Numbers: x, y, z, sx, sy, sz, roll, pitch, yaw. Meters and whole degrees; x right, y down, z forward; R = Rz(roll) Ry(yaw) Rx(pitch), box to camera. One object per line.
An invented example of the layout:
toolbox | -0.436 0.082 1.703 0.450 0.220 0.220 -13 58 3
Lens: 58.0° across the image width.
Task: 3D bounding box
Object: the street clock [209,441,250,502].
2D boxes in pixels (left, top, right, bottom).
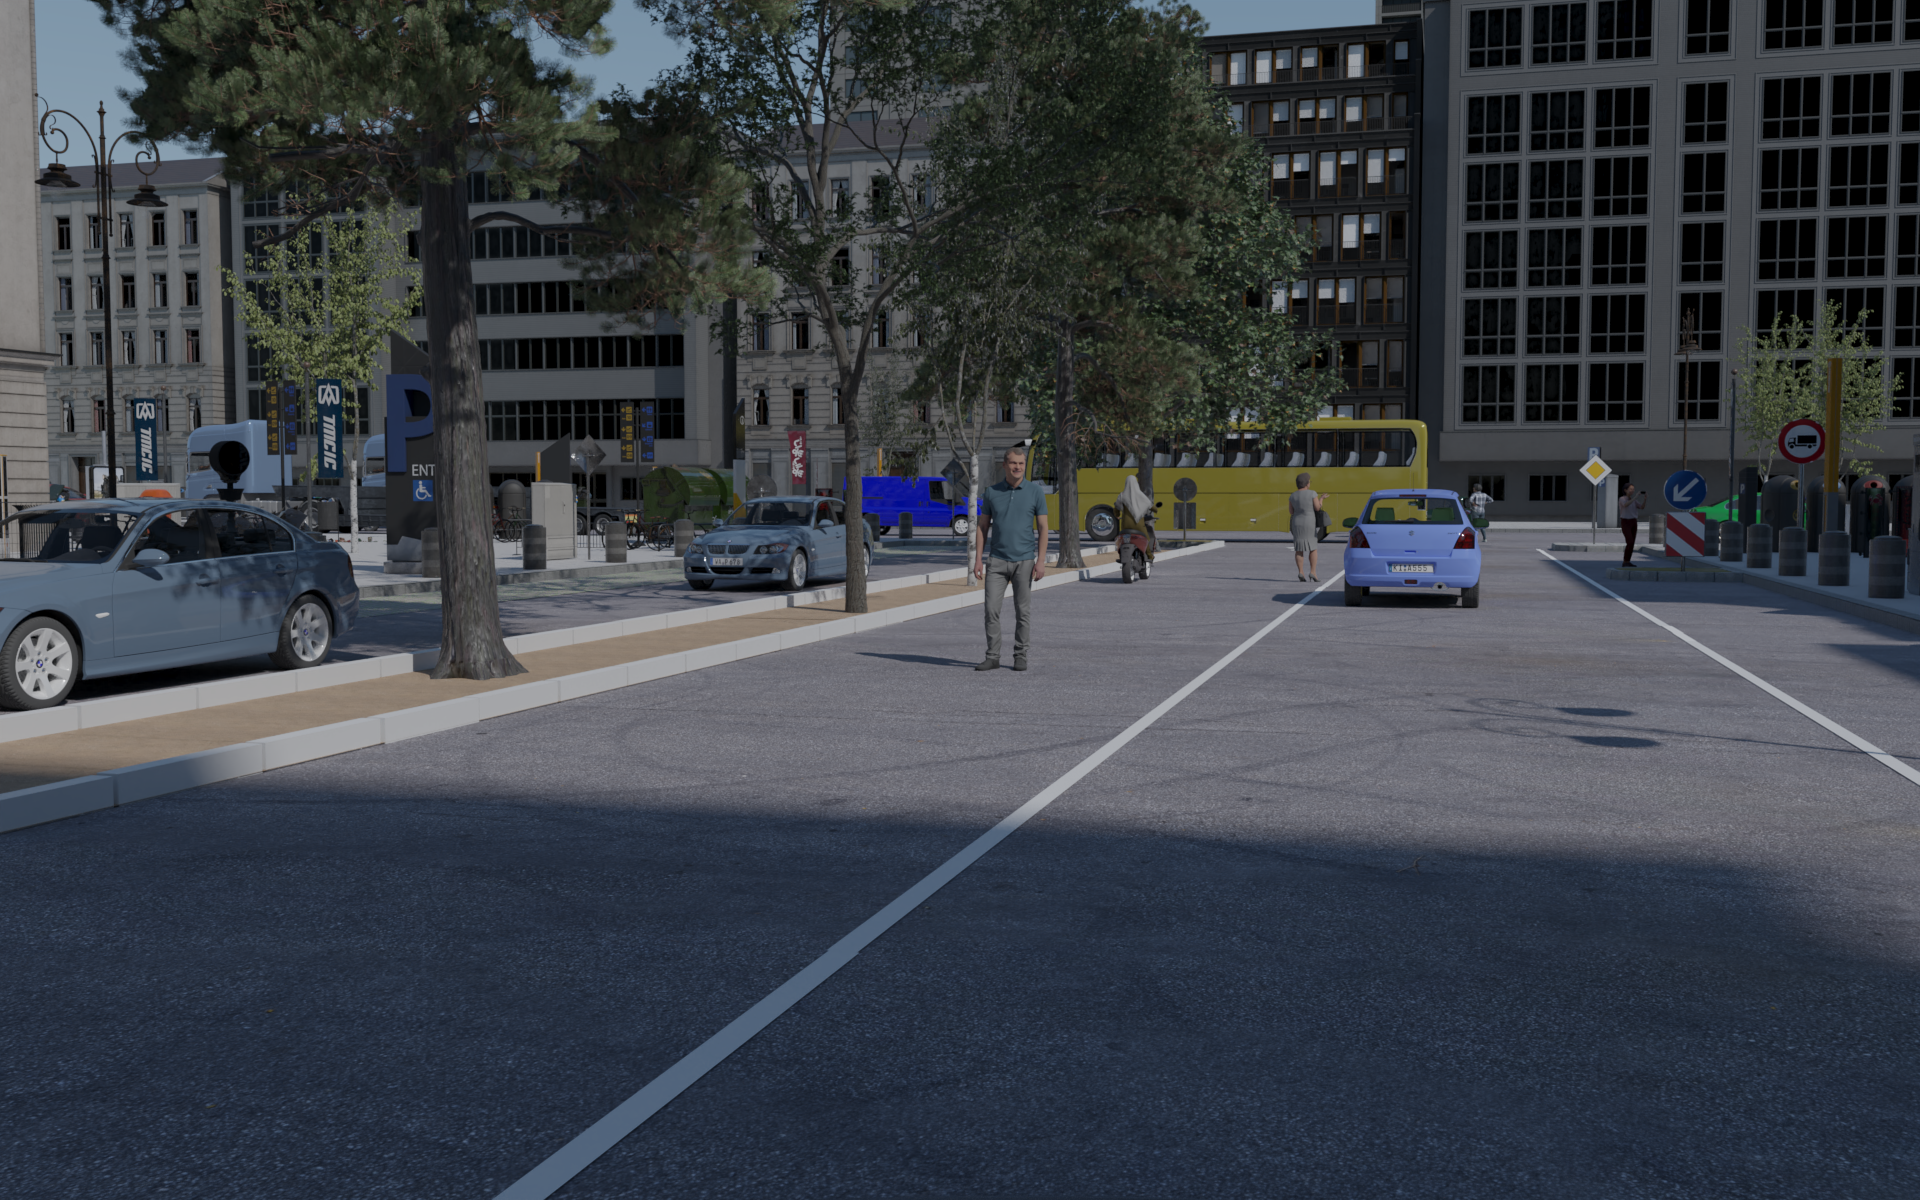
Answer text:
street clock | -9.896 -1.158 23.511 0.358 2.002 0.471 3 4 36

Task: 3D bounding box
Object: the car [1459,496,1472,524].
car | 15.128 -2.927 57.639 4.222 1.686 2.009 1 4 14

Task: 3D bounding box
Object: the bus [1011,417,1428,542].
bus | 7.704 -3.700 52.040 12.252 3.916 2.896 1 4 16

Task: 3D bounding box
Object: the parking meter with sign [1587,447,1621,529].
parking meter with sign | 24.232 -4.187 64.714 1.738 3.016 0.543 -2 4 -31

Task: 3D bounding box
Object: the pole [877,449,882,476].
pole | -3.610 -5.120 77.558 0.158 3.312 0.155 0 3 0

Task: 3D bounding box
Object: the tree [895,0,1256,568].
tree | 2.036 -6.642 33.112 6.751 12.117 7.091 0 3 0

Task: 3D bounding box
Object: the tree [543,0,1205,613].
tree | -1.129 -5.135 20.828 8.767 10.594 7.601 1 4 16

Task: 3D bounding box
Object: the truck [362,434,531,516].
truck | -16.326 -4.946 70.632 18.799 4.110 2.967 1 4 17

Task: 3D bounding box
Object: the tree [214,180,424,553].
tree | -13.416 -5.325 37.433 4.737 8.622 4.395 0 3 0

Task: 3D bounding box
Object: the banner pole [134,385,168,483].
banner pole | -18.532 -3.048 39.852 0.863 3.779 0.401 -2 4 -32

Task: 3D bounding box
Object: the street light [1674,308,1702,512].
street light | 18.088 -4.305 43.181 0.468 5.910 1.993 1 4 16

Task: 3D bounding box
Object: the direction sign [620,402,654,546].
direction sign | -7.938 -3.099 42.661 0.876 3.537 0.379 1 4 13

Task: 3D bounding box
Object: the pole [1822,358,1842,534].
pole | 13.109 -1.970 26.046 0.158 3.312 0.155 0 3 0

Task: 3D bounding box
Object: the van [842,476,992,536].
van | -1.410 -3.387 59.758 5.245 2.365 2.240 1 4 15

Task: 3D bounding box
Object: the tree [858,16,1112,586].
tree | 0.236 -4.525 26.809 4.360 8.622 3.978 0 3 0

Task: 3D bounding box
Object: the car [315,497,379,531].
car | -23.760 -3.412 67.578 4.920 1.459 2.131 1 4 17

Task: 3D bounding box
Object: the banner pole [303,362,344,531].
banner pole | -12.155 -2.628 32.978 0.863 3.779 0.401 -2 4 -29

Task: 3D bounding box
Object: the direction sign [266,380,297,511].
direction sign | -13.531 -2.606 34.598 0.876 3.537 0.379 2 4 31

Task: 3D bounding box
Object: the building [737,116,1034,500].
building | -1.754 -14.802 91.171 18.267 20.994 9.793 1 4 16

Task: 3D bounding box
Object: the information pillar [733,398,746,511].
information pillar | -5.333 -3.093 41.924 0.183 3.616 0.504 1 4 21

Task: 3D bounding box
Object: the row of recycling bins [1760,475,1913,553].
row of recycling bins | 19.467 -1.890 38.021 3.534 1.692 1.069 1 4 10

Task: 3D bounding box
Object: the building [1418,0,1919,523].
building | 34.260 -17.653 82.141 24.014 27.812 14.314 1 4 16

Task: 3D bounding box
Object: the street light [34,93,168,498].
street light | -10.082 -2.919 20.513 0.468 5.910 1.993 1 4 16

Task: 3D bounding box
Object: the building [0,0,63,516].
building | -30.554 -10.536 36.890 19.286 19.102 10.561 1 4 16

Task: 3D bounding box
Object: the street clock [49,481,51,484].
street clock | -51.840 -5.748 98.554 0.358 2.002 0.471 -1 4 -18

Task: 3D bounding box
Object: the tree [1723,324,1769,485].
tree | 33.209 -7.374 70.927 4.737 8.622 4.395 0 3 0

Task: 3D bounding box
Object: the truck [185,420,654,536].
truck | -19.803 -4.409 61.851 18.799 4.110 2.967 1 4 17

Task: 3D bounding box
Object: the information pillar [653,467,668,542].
information pillar | -8.102 -2.591 46.850 0.304 2.012 0.304 1 4 14

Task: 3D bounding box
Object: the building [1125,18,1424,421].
building | 14.923 -15.745 87.103 15.834 23.373 12.332 1 4 16

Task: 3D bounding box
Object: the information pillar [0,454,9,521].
information pillar | -17.906 -1.696 32.221 0.304 2.012 0.304 -1 4 -14

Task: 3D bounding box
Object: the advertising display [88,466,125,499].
advertising display | -19.595 -2.117 39.822 0.123 1.923 0.974 1 4 16

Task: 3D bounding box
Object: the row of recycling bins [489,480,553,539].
row of recycling bins | -13.202 -2.586 49.396 3.534 1.692 1.069 -1 4 -17

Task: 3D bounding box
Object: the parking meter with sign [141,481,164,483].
parking meter with sign | -42.077 -5.795 91.003 1.738 3.016 0.543 -2 4 -24

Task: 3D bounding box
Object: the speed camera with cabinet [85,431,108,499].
speed camera with cabinet | -27.078 -3.716 55.092 0.660 3.252 2.038 0 4 -3

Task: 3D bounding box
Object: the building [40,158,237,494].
building | -49.140 -15.563 103.606 18.267 20.994 9.793 1 4 16

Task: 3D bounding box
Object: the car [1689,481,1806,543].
car | 23.142 -2.472 49.207 4.718 1.807 1.959 1 4 15

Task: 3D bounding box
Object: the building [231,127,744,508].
building | -25.231 -17.138 99.277 30.058 24.678 14.314 1 4 16

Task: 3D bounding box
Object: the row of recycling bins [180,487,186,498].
row of recycling bins | -42.450 -5.410 95.571 3.534 1.692 1.069 0 4 -3

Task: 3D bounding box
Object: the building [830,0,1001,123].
building | 1.718 -43.624 151.496 20.563 71.187 20.611 1 4 16

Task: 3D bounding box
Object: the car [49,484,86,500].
car | -33.149 -3.319 62.942 5.304 1.827 2.281 1 4 16

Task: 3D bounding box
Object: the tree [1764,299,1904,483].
tree | 32.869 -6.995 64.732 4.737 8.622 4.395 0 3 0

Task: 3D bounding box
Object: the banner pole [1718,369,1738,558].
banner pole | 15.330 -2.717 34.447 0.401 3.779 0.863 2 4 29

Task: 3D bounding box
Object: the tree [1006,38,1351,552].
tree | 4.587 -7.529 42.561 9.611 12.733 9.660 0 3 0

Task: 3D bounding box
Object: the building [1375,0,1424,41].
building | 68.266 -49.103 241.081 20.611 71.187 20.563 1 4 16

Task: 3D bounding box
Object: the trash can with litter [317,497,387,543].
trash can with litter | -16.396 -2.140 46.044 2.233 1.210 1.678 -1 4 -14

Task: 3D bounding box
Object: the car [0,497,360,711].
car | -6.475 -0.070 13.143 2.014 1.417 4.499 1 4 16

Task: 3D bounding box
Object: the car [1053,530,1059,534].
car | 5.113 -3.210 62.276 4.222 1.686 2.009 1 4 14

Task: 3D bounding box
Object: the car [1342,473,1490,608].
car | 6.089 -0.833 23.217 1.945 1.707 3.694 1 4 16

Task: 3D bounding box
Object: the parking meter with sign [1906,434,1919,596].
parking meter with sign | 12.396 -1.571 21.945 0.543 3.016 1.738 1 4 18

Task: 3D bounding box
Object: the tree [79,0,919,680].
tree | -3.955 -6.333 13.429 7.806 13.903 7.818 0 3 0

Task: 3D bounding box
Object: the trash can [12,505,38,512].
trash can | -12.303 -0.711 23.283 0.748 1.137 0.748 0 3 0

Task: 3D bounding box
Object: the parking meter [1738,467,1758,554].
parking meter | 17.039 -1.943 37.482 0.255 1.863 0.399 0 4 -2

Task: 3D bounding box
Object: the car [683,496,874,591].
car | -2.753 -0.935 27.287 2.014 1.417 4.499 1 4 17

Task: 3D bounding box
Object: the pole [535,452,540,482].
pole | -20.452 -5.512 83.969 0.158 3.312 0.155 0 3 0
